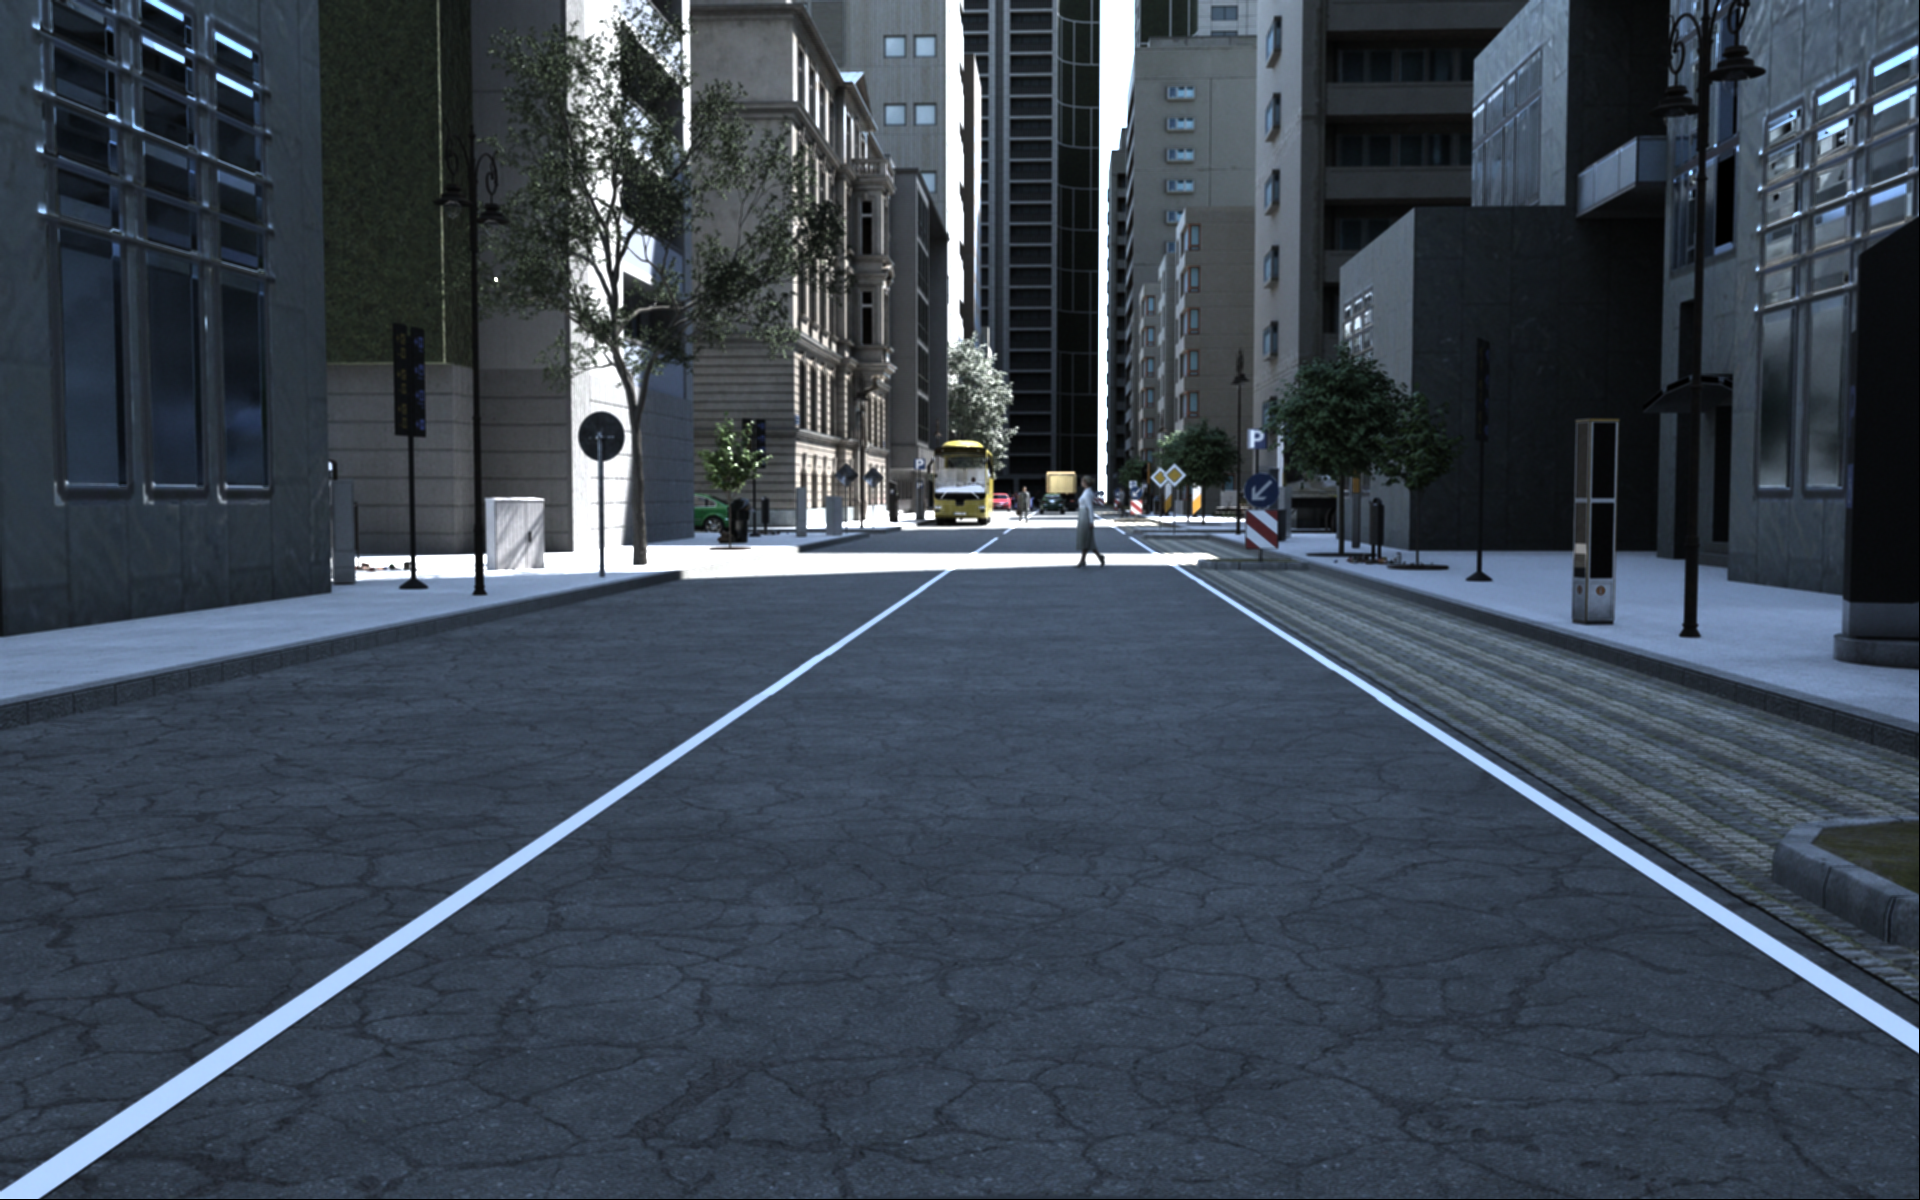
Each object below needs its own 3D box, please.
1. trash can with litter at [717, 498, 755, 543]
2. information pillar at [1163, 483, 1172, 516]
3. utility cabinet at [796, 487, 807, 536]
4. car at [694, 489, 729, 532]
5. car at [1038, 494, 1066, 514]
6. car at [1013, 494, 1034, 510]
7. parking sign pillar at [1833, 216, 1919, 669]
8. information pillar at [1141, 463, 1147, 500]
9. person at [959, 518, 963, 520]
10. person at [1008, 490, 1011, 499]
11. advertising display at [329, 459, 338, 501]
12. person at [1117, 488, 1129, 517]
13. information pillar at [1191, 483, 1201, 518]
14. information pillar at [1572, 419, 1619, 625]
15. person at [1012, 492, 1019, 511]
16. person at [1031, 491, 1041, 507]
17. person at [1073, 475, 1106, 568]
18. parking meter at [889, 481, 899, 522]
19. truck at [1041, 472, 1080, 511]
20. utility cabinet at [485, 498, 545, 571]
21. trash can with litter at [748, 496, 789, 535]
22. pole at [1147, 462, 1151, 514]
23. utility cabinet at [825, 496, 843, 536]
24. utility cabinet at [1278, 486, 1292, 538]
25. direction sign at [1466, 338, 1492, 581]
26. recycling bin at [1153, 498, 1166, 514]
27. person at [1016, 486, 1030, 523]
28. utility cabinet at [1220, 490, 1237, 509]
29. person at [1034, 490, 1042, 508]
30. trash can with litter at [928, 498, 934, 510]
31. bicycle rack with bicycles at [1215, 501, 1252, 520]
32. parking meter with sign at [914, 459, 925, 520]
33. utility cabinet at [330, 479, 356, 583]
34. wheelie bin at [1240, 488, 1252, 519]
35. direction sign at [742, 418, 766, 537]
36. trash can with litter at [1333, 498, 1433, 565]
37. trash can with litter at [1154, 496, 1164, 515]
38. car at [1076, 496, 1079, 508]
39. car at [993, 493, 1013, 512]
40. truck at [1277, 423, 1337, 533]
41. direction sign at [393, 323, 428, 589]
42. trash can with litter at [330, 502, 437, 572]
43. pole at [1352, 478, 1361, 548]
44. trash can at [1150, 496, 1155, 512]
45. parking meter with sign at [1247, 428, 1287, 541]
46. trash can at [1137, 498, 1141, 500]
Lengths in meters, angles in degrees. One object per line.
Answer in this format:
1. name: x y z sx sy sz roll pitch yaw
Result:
1. trash can with litter: -5.886 -2.082 45.435 0.624 1.170 1.055 2 4 24
2. information pillar: 12.136 -6.702 100.932 0.504 3.616 0.183 -3 5 -39
3. utility cabinet: -4.833 -2.685 52.571 0.318 1.500 1.173 0 4 -7
4. car: -9.703 -3.116 59.736 4.718 1.807 1.959 0 4 1
5. car: 6.834 -7.137 128.485 2.131 1.459 4.920 0 4 2
6. car: 5.674 -8.909 155.246 1.945 1.707 3.694 0 4 3
7. parking sign pillar: 7.471 -1.506 13.102 1.447 3.967 1.447 1 4 20
8. information pillar: 13.818 -8.457 129.624 0.504 3.616 0.183 -1 4 -19
9. person: 0.052 -5.342 95.962 0.709 1.813 0.853 -2 4 -25
10. person: 5.085 -10.264 176.403 0.705 1.814 1.350 0 4 2
11. advertising display: -12.107 -1.662 32.393 0.974 1.923 0.123 1 4 10
12. person: 10.105 -6.082 108.057 0.853 1.813 0.709 -1 4 -15
13. information pillar: 12.770 -6.245 93.463 0.504 3.616 0.183 -1 4 -17
14. information pillar: 6.258 -0.769 17.069 0.304 2.012 0.304 0 4 -7
15. person: 4.673 -8.350 146.489 0.593 1.643 0.415 0 4 5
16. person: 8.337 -11.166 191.204 1.348 1.807 0.705 1 4 23
17. person: 2.533 -1.530 33.747 0.641 1.798 0.478 1 4 17
18. parking meter: -3.015 -4.475 78.882 0.399 1.863 0.255 2 4 28
19. truck: 8.755 -9.432 150.136 3.469 3.379 9.791 0 4 3
20. utility cabinet: -7.551 -1.117 29.432 0.306 1.237 1.020 3 4 38
21. trash can with litter: -6.275 -2.690 55.033 1.678 1.210 2.233 -1 4 -9
22. pole: 12.192 -7.212 111.757 0.158 3.312 0.155 0 3 0
23. utility cabinet: -3.917 -2.617 53.949 0.306 1.237 1.020 -1 4 -19
24. utility cabinet: 9.413 -2.559 50.516 0.318 1.500 1.173 1 4 20
25. direction sign: 7.684 -2.051 25.532 0.379 3.537 0.876 2 4 27
26. recycling bin: 12.742 -5.954 109.909 0.722 1.027 0.722 -2 4 -26
27. person: 3.203 -4.792 86.947 0.694 1.812 0.767 -1 4 -9
28. utility cabinet: 16.014 -5.739 102.510 1.173 1.500 0.318 2 4 32
29. person: 7.988 -10.237 176.018 1.348 1.807 0.705 -3 4 -37
30. trash can with litter: -2.149 -7.720 137.286 2.233 1.210 1.678 3 4 37
31. bicycle rack with bicycles: 14.272 -4.505 87.045 2.925 0.926 2.852 -2 4 -25
32. parking meter with sign: -1.957 -5.474 85.755 0.543 3.016 1.738 0 4 1
33. utility cabinet: -8.936 -1.000 25.028 0.318 1.500 1.173 -1 4 -21
34. wheelie bin: 14.778 -5.003 89.714 0.693 1.594 0.980 -3 5 -44
35. direction sign: -6.197 -3.680 52.159 0.379 3.537 0.876 3 5 43
36. trash can with litter: 7.816 -1.306 32.413 1.678 1.210 2.233 0 4 1
37. trash can with litter: 12.192 -5.788 106.013 0.624 1.170 1.055 0 4 2
38. car: 11.670 -10.466 183.115 2.014 1.417 4.499 0 4 4
39. car: 3.299 -8.211 143.284 2.155 1.783 4.494 0 4 3
40. truck: 16.674 -4.322 59.576 11.283 4.237 2.839 0 4 5
41. direction sign: -7.421 -1.922 23.420 0.379 3.537 0.876 0 4 7
42. trash can with litter: -9.960 -1.098 29.004 2.233 1.210 1.678 0 4 -8
43. pole: 9.398 -2.885 41.010 0.158 3.312 0.155 0 3 0
44. trash can: 13.919 -6.868 123.949 0.748 1.137 0.748 0 3 0
45. parking meter with sign: 8.342 -3.095 46.866 0.543 3.016 1.738 2 4 31
46. trash can: 13.958 -7.488 134.089 0.748 1.137 0.748 0 3 0
